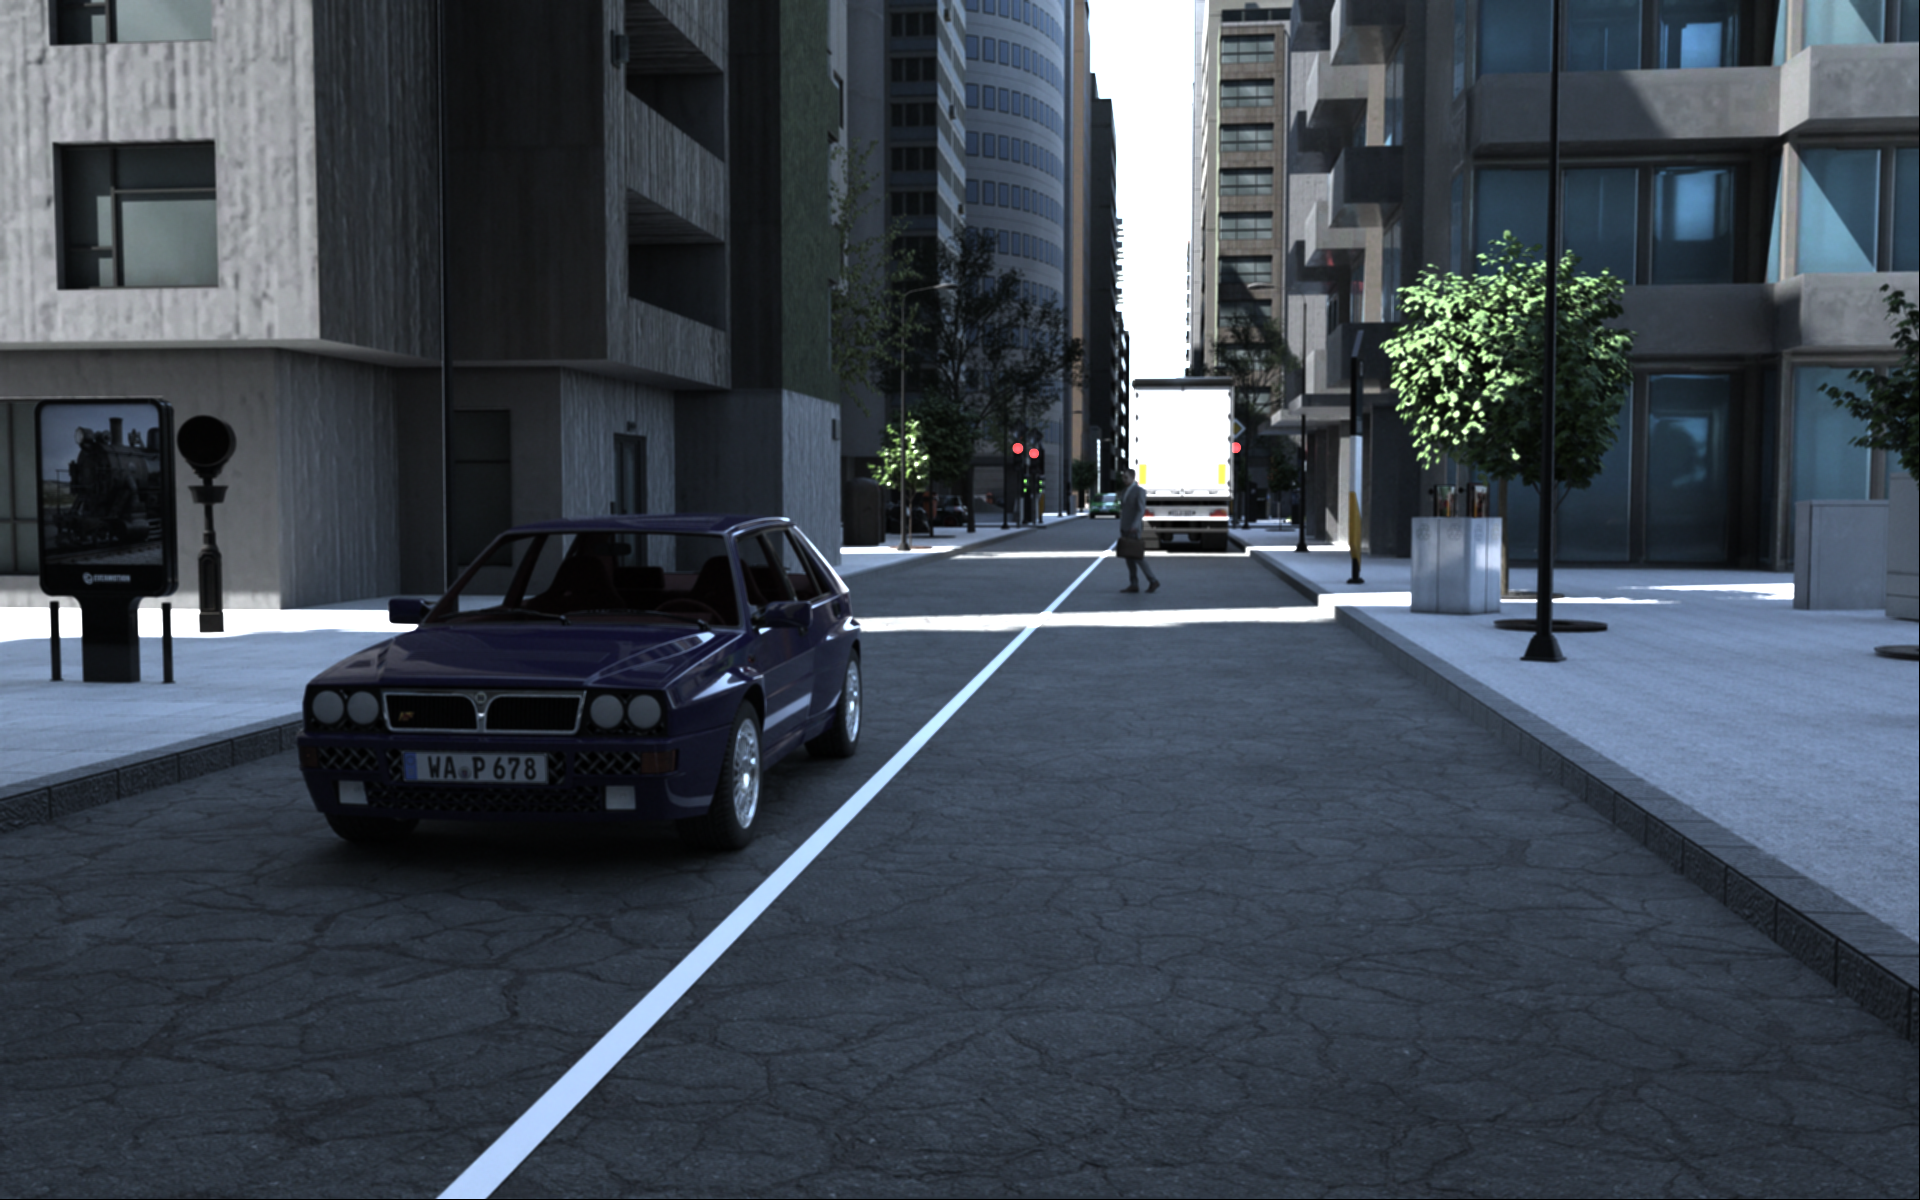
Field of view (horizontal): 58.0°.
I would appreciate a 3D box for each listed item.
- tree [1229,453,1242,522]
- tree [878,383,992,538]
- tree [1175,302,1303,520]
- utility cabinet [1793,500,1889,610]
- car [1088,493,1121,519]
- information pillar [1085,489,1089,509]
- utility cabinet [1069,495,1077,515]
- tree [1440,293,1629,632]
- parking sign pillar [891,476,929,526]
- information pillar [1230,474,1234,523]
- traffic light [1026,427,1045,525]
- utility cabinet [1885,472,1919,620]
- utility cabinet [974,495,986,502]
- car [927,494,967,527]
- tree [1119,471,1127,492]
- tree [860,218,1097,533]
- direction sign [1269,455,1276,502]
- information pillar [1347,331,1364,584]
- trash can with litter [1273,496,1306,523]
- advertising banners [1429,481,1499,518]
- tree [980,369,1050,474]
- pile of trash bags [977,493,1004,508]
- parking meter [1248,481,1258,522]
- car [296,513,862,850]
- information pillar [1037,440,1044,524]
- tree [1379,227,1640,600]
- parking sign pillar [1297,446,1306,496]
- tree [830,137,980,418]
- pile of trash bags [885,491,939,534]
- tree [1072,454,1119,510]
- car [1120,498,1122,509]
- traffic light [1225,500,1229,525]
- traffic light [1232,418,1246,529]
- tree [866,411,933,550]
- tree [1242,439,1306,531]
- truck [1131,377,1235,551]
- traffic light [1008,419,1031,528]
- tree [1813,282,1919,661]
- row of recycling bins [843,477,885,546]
[{"bbox_3d":[13.027,-5.222,79.983,1.663,3.219,1.824,0,3,0],"label":"tree"},{"bbox_3d":[-0.762,-4.132,51.267,4.285,4.588,4.351,0,3,0],"label":"tree"},{"bbox_3d":[13.758,-9.226,85.261,8.767,10.594,7.601,0,4,7],"label":"tree"},{"bbox_3d":[9.843,-0.498,19.302,1.020,1.237,0.306,0,4,-8],"label":"utility cabinet"},{"bbox_3d":[8.579,-5.713,102.209,1.959,1.807,4.718,0,4,6],"label":"car"},{"bbox_3d":[10.841,-8.755,147.636,0.304,2.012,0.304,0,4,-4],"label":"information pillar"},{"bbox_3d":[6.995,-5.878,107.270,0.306,1.237,1.020,1,4,15],"label":"utility cabinet"},{"bbox_3d":[5.709,-1.345,16.589,1.663,3.219,1.824,0,3,0],"label":"tree"},{"bbox_3d":[-1.877,-4.618,63.973,1.447,3.967,1.447,1,4,9],"label":"parking sign pillar"},{"bbox_3d":[12.015,-5.181,76.067,0.183,3.616,0.504,-1,4,-15],"label":"information pillar"},{"bbox_3d":[3.145,-5.121,72.656,0.839,4.253,0.868,0,4,7],"label":"traffic light"},{"bbox_3d":[9.768,-0.525,17.270,0.318,1.500,1.173,0,4,-6],"label":"utility cabinet"},{"bbox_3d":[1.164,-5.918,107.925,1.020,1.237,0.306,-1,4,-11],"label":"utility cabinet"},{"bbox_3d":[-1.649,-3.583,68.368,4.222,1.686,2.009,0,4,7],"label":"car"},{"bbox_3d":[19.671,-14.411,219.341,4.285,4.588,4.351,0,3,0],"label":"tree"},{"bbox_3d":[0.462,-7.546,57.788,8.767,10.594,7.601,1,4,10],"label":"tree"},{"bbox_3d":[18.268,-6.622,100.263,0.876,3.537,0.379,-1,4,-12],"label":"direction sign"},{"bbox_3d":[5.656,-2.041,24.727,0.183,3.616,0.504,2,4,24],"label":"information pillar"},{"bbox_3d":[14.981,-3.996,76.390,2.233,1.210,1.678,2,4,28],"label":"trash can with litter"},{"bbox_3d":[7.435,-1.756,24.900,2.074,3.025,0.090,-3,4,-37],"label":"advertising banners"},{"bbox_3d":[2.816,-9.115,99.389,4.737,8.622,4.395,0,3,0],"label":"tree"},{"bbox_3d":[1.765,-5.816,104.850,1.912,1.369,3.447,0,4,-1],"label":"pile of trash bags"},{"bbox_3d":[13.228,-4.436,78.237,0.399,1.863,0.255,0,4,-4],"label":"parking meter"},{"bbox_3d":[-1.568,0.264,8.272,1.945,1.354,3.894,0,4,6],"label":"car"},{"bbox_3d":[3.544,-5.140,75.387,0.183,3.616,0.504,-1,4,-17],"label":"information pillar"},{"bbox_3d":[6.864,-2.317,21.591,4.285,4.588,4.351,0,3,0],"label":"tree"},{"bbox_3d":[19.332,-6.573,95.934,1.447,3.967,1.447,1,4,16],"label":"parking sign pillar"},{"bbox_3d":[-2.832,-5.152,34.591,4.737,8.622,4.395,0,3,0],"label":"tree"},{"bbox_3d":[-1.771,-2.877,56.787,1.912,1.369,3.447,2,4,32],"label":"pile of trash bags"},{"bbox_3d":[9.927,-9.668,141.778,4.285,4.588,4.351,0,3,0],"label":"tree"},{"bbox_3d":[16.041,-9.228,162.873,2.014,1.417,4.499,1,4,9],"label":"car"},{"bbox_3d":[11.053,-5.065,71.738,0.839,4.253,0.868,0,4,7],"label":"traffic light"},{"bbox_3d":[10.113,-4.580,63.808,0.839,4.253,0.868,0,4,7],"label":"traffic light"},{"bbox_3d":[-1.108,-2.803,40.437,1.663,3.219,1.824,0,3,0],"label":"tree"},{"bbox_3d":[11.125,-4.016,60.270,1.663,3.219,1.824,0,3,0],"label":"tree"},{"bbox_3d":[6.015,-3.562,47.160,2.839,4.237,11.283,0,4,7],"label":"truck"},{"bbox_3d":[2.205,-4.636,64.727,0.839,4.253,0.868,0,4,7],"label":"traffic light"},{"bbox_3d":[7.786,-1.148,13.376,1.663,3.219,1.824,0,3,0],"label":"tree"},{"bbox_3d":[-2.476,-2.282,44.423,1.069,1.692,3.534,0,4,1],"label":"row of recycling bins"}]
